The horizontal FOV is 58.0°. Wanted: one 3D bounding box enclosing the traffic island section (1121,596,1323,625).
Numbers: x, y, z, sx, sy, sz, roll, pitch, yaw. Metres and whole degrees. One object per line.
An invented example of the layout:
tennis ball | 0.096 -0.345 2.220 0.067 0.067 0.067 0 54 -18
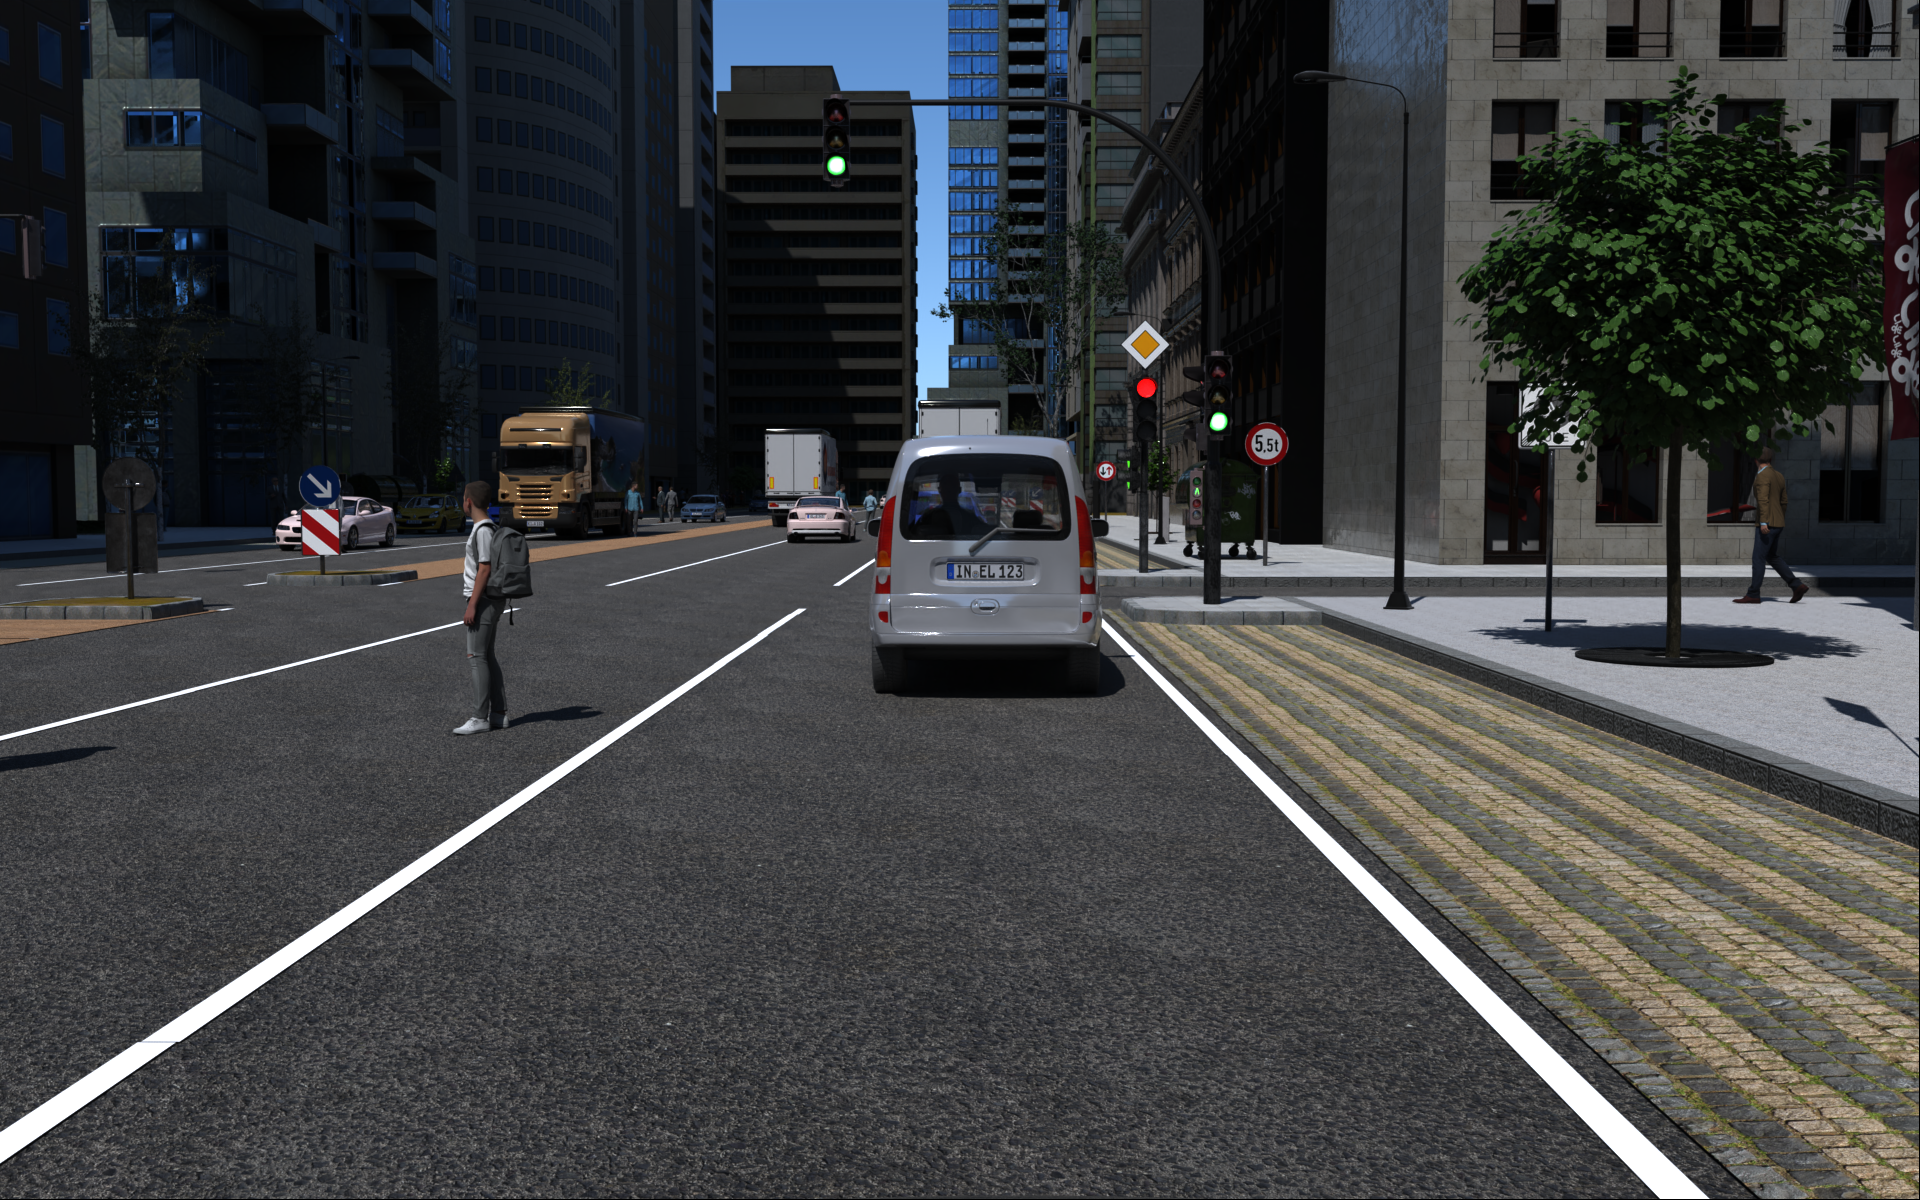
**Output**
traffic island section | 2.955 0.125 20.230 2.009 0.180 2.903 0 4 0

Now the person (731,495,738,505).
person | -22.242 -9.806 169.637 1.065 1.426 0.557 -1 4 -10

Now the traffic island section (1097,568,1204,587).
traffic island section | 3.012 -0.363 28.215 2.009 0.180 2.903 0 4 0

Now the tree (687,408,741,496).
tree | -20.894 -12.082 147.906 4.360 8.622 3.978 0 3 0

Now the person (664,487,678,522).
person | -15.116 -5.012 90.573 0.709 1.813 0.853 -2 4 -29

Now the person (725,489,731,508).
person | -20.816 -9.123 155.658 0.568 1.767 0.683 1 4 16

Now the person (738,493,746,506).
person | -22.684 -10.421 179.681 1.065 1.426 0.557 1 4 17

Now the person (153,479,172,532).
person | -27.064 -3.205 58.799 0.623 1.781 0.721 -1 4 -18

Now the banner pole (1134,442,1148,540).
banner pole | 5.079 -3.537 47.846 0.401 3.779 0.863 -1 4 -11

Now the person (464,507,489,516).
person | -23.554 -4.755 84.001 1.509 1.804 0.699 1 4 14

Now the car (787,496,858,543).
car | -4.152 -2.436 52.196 2.083 1.381 4.827 0 4 0

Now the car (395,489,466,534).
car | -19.138 -3.201 62.552 2.015 1.641 3.980 0 4 -1

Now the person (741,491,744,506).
person | -22.790 -10.644 180.868 0.445 1.727 0.742 -2 4 -27

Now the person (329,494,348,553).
person | -15.121 -2.043 41.778 0.514 1.842 0.818 3 4 37

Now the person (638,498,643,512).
person | -22.635 -7.101 122.277 0.705 1.807 1.348 -3 4 -37

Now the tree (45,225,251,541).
tree | -21.917 -5.890 46.660 4.360 8.622 3.978 0 3 0

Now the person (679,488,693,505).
person | -20.910 -7.700 132.660 1.217 1.735 0.721 -1 4 -17

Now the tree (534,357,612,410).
tree | -21.000 -8.804 94.303 4.737 8.622 4.395 0 3 0

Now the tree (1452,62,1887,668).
tree | 5.552 -1.816 13.413 4.285 4.588 4.351 0 3 0

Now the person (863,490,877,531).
person | -3.436 -3.446 66.658 0.589 1.601 0.330 1 4 21

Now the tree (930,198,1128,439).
tree | 4.958 -15.645 111.686 12.611 20.169 13.585 0 3 0

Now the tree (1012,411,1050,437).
tree | 6.024 -12.136 148.789 4.360 8.622 3.978 0 3 0

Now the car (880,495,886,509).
car | -6.821 -9.578 168.956 2.083 1.381 4.827 0 4 1

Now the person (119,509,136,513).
person | -21.235 -2.323 44.205 0.728 1.800 0.709 -1 4 -12

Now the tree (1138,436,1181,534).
tree | 6.489 -3.762 56.116 1.663 3.219 1.824 0 3 0

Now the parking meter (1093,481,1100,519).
parking meter | 5.980 -4.291 75.864 0.255 1.863 0.399 1 4 17

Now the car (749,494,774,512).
car | -16.244 -7.959 142.133 2.014 1.417 4.499 0 4 0

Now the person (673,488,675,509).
person | -25.085 -8.913 151.635 0.599 1.838 0.709 0 4 -3

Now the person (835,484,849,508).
person | -5.025 -3.963 73.164 0.638 1.841 0.748 -2 4 -29

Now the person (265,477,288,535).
person | -21.114 -2.895 53.549 0.661 1.801 0.590 -2 4 -33

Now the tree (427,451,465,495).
tree | -23.303 -5.159 78.945 1.663 3.219 1.824 0 3 0

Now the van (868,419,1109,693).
van | 0.220 -0.418 13.854 2.013 2.044 4.112 0 4 1

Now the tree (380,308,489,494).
tree | -21.410 -7.301 69.730 4.360 8.622 3.978 0 3 0

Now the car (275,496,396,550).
car | -16.330 -2.028 45.519 2.083 1.381 4.827 0 4 0

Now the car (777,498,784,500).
car | -12.479 -7.319 128.344 2.281 1.827 5.304 0 4 -1

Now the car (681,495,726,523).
car | -13.023 -4.657 88.152 2.014 1.417 4.499 0 4 2

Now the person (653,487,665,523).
person | -14.951 -4.737 86.133 0.590 1.801 0.661 -2 4 -35

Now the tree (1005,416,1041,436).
tree | 6.017 -12.973 162.476 4.737 8.622 4.395 0 3 0

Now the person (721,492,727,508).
person | -20.893 -8.790 152.992 0.421 1.427 0.697 2 4 30

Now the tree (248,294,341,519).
tree | -25.048 -6.957 64.110 4.360 8.622 3.978 0 3 0

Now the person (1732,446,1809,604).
person | 9.511 -0.878 20.307 0.836 1.842 0.656 1 4 14

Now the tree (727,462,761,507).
tree | -21.518 -11.533 172.272 4.285 4.588 4.351 0 3 0

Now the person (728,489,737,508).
person | -21.274 -9.430 160.933 1.217 1.735 0.721 1 4 9

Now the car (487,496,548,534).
car | -16.389 -3.318 63.833 1.945 1.707 3.694 0 4 1

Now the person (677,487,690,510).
person | -21.751 -7.935 135.764 1.348 1.826 0.705 1 4 20
